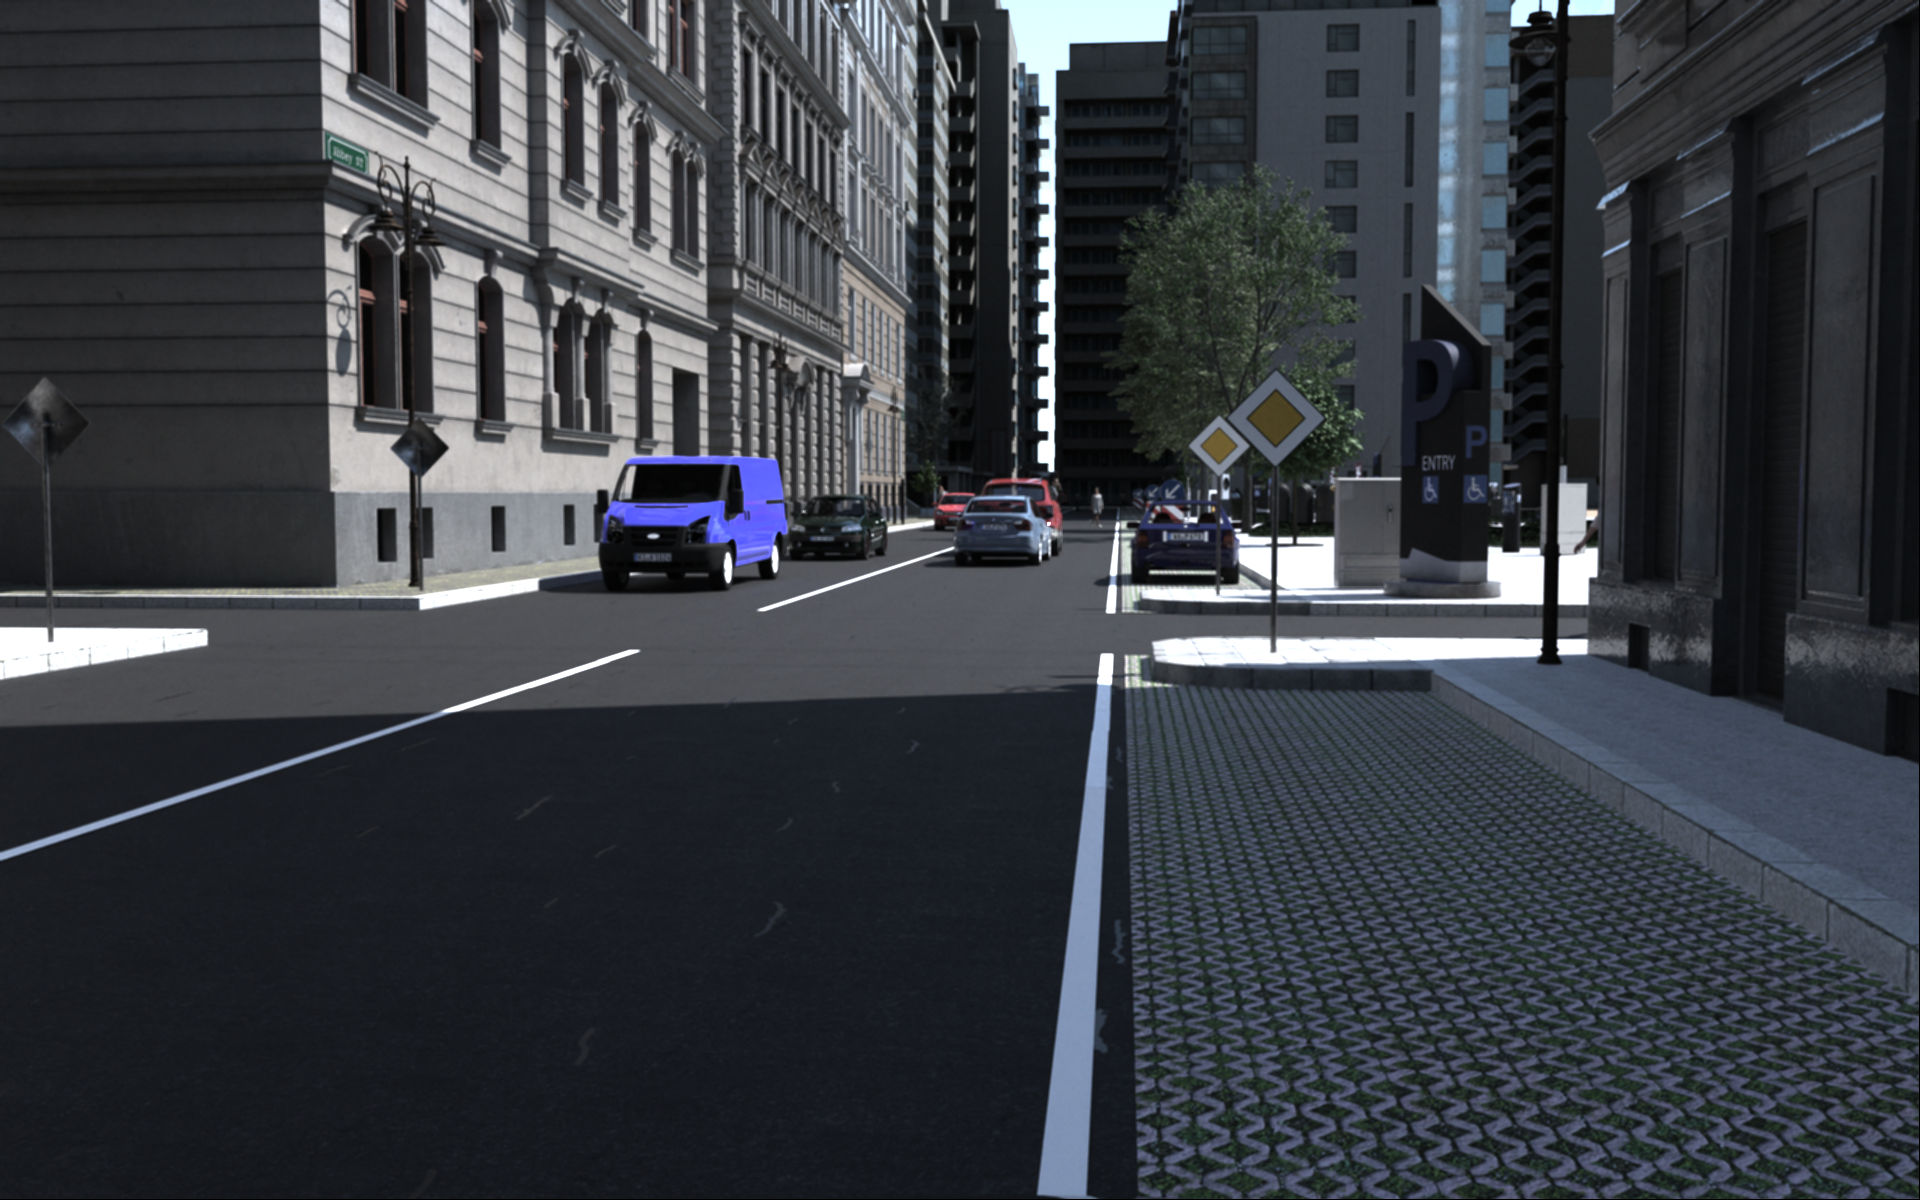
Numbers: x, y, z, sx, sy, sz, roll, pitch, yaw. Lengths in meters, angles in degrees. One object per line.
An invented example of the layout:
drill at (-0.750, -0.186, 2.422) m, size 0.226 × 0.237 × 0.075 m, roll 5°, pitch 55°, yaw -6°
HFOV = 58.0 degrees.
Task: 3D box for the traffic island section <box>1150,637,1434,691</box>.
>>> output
traffic island section at (2.556, 0.505, 14.025) m, size 2.009 × 0.180 × 2.903 m, roll 0°, pitch 4°, yaw 5°

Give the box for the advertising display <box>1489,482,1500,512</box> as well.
advertising display at (27.716, -5.217, 90.513) m, size 0.123 × 1.923 × 0.974 m, roll -3°, pitch 5°, yaw -43°

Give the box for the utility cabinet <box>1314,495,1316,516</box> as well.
utility cabinet at (18.178, -4.760, 88.989) m, size 1.020 × 1.237 × 0.306 m, roll -3°, pitch 5°, yaw -45°

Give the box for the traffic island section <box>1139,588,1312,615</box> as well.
traffic island section at (3.291, 0.019, 21.976) m, size 2.009 × 0.180 × 2.903 m, roll 0°, pitch 4°, yaw 5°

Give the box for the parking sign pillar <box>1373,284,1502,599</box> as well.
parking sign pillar at (6.084, -2.034, 21.733) m, size 1.447 × 3.967 × 1.447 m, roll -1°, pitch 4°, yaw -19°

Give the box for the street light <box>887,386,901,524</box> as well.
street light at (-2.808, -6.199, 74.146) m, size 0.468 × 5.910 × 1.993 m, roll 0°, pitch 4°, yaw 5°

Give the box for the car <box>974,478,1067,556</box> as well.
car at (1.419, -2.022, 41.740) m, size 2.281 × 1.827 × 5.304 m, roll 0°, pitch 4°, yaw 4°

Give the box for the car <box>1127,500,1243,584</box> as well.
car at (3.743, -0.995, 28.851) m, size 1.945 × 1.354 × 3.894 m, roll 0°, pitch 4°, yaw 7°

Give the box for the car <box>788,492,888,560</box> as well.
car at (-2.716, -1.786, 38.993) m, size 2.009 × 1.686 × 4.222 m, roll 0°, pitch 4°, yaw 6°

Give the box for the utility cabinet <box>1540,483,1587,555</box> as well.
utility cabinet at (12.606, -1.683, 36.195) m, size 1.173 × 1.500 × 0.318 m, roll -3°, pitch 4°, yaw -36°

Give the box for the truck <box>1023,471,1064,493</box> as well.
truck at (7.299, -9.435, 150.179) m, size 3.469 × 3.379 × 9.791 m, roll 0°, pitch 4°, yaw 3°

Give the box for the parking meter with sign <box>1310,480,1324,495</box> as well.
parking meter with sign at (19.694, -6.078, 95.632) m, size 1.738 × 3.016 × 0.543 m, roll 2°, pitch 4°, yaw 28°

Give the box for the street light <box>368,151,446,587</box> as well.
street light at (-7.561, -3.123, 23.847) m, size 0.468 × 5.910 × 1.993 m, roll 0°, pitch 4°, yaw 5°

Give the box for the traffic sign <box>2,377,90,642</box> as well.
traffic sign at (-7.866, -0.690, 14.928) m, size 0.795 × 2.450 × 0.064 m, roll 0°, pitch 4°, yaw 5°

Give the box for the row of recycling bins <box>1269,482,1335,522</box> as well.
row of recycling bins at (13.273, -3.518, 64.629) m, size 3.534 × 1.692 × 1.069 m, roll 2°, pitch 4°, yaw 24°

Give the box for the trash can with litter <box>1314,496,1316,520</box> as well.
trash can with litter at (18.048, -4.543, 85.334) m, size 2.233 × 1.210 × 1.678 m, roll -1°, pitch 4°, yaw -21°

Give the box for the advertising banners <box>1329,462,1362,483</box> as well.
advertising banners at (19.449, -5.540, 86.774) m, size 2.074 × 3.025 × 0.090 m, roll 1°, pitch 4°, yaw 10°

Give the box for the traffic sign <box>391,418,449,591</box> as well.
traffic sign at (-7.131, -1.177, 22.879) m, size 0.795 × 2.450 × 0.064 m, roll 0°, pitch 4°, yaw 5°

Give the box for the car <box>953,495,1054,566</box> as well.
car at (0.918, -1.474, 36.105) m, size 2.014 × 1.417 × 4.499 m, roll 0°, pitch 4°, yaw 7°

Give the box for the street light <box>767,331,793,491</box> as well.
street light at (-5.104, -4.682, 49.336) m, size 0.468 × 5.910 × 1.993 m, roll 0°, pitch 4°, yaw 5°

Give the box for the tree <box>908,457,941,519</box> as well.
tree at (-1.724, -5.885, 90.819) m, size 1.663 × 3.219 × 1.824 m, roll 0°, pitch 3°, yaw 0°

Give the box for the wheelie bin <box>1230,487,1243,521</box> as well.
wheelie bin at (13.255, -4.589, 82.934) m, size 0.693 × 1.594 × 0.980 m, roll 0°, pitch 4°, yaw 2°

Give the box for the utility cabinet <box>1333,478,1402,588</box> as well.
utility cabinet at (5.693, -0.905, 23.480) m, size 1.173 × 1.500 × 0.318 m, roll 0°, pitch 4°, yaw -1°

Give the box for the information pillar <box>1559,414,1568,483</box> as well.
information pillar at (17.636, -3.626, 50.636) m, size 0.183 × 3.616 × 0.504 m, roll 0°, pitch 4°, yaw 6°

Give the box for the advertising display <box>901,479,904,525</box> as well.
advertising display at (-2.426, -4.169, 73.385) m, size 0.123 × 1.923 × 0.974 m, roll 0°, pitch 4°, yaw -3°

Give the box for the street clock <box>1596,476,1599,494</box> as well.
street clock at (23.049, -3.519, 62.100) m, size 0.471 × 2.002 × 0.358 m, roll 2°, pitch 4°, yaw 25°

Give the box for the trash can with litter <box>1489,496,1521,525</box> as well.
trash can with litter at (22.304, -3.668, 71.031) m, size 1.678 × 1.210 × 2.233 m, roll -3°, pitch 5°, yaw -45°

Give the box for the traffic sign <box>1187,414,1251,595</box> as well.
traffic sign at (3.267, -1.117, 21.901) m, size 0.795 × 2.450 × 0.064 m, roll 0°, pitch 4°, yaw 5°

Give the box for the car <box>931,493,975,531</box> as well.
car at (-0.034, -3.654, 68.789) m, size 2.155 × 1.783 × 4.494 m, roll 0°, pitch 4°, yaw 3°

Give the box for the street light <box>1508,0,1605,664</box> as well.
street light at (4.466, -2.456, 12.944) m, size 0.468 × 5.910 × 1.993 m, roll 0°, pitch 4°, yaw 5°

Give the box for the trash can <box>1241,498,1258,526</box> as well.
trash can at (11.606, -3.542, 69.566) m, size 0.748 × 1.137 × 0.748 m, roll 0°, pitch 3°, yaw 0°

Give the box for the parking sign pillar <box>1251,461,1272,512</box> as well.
parking sign pillar at (16.037, -6.388, 92.908) m, size 1.447 × 3.967 × 1.447 m, roll 2°, pitch 4°, yaw 35°

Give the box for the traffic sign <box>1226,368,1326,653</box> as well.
traffic sign at (2.532, -0.630, 13.950) m, size 0.795 × 2.450 × 0.064 m, roll 0°, pitch 4°, yaw 5°
